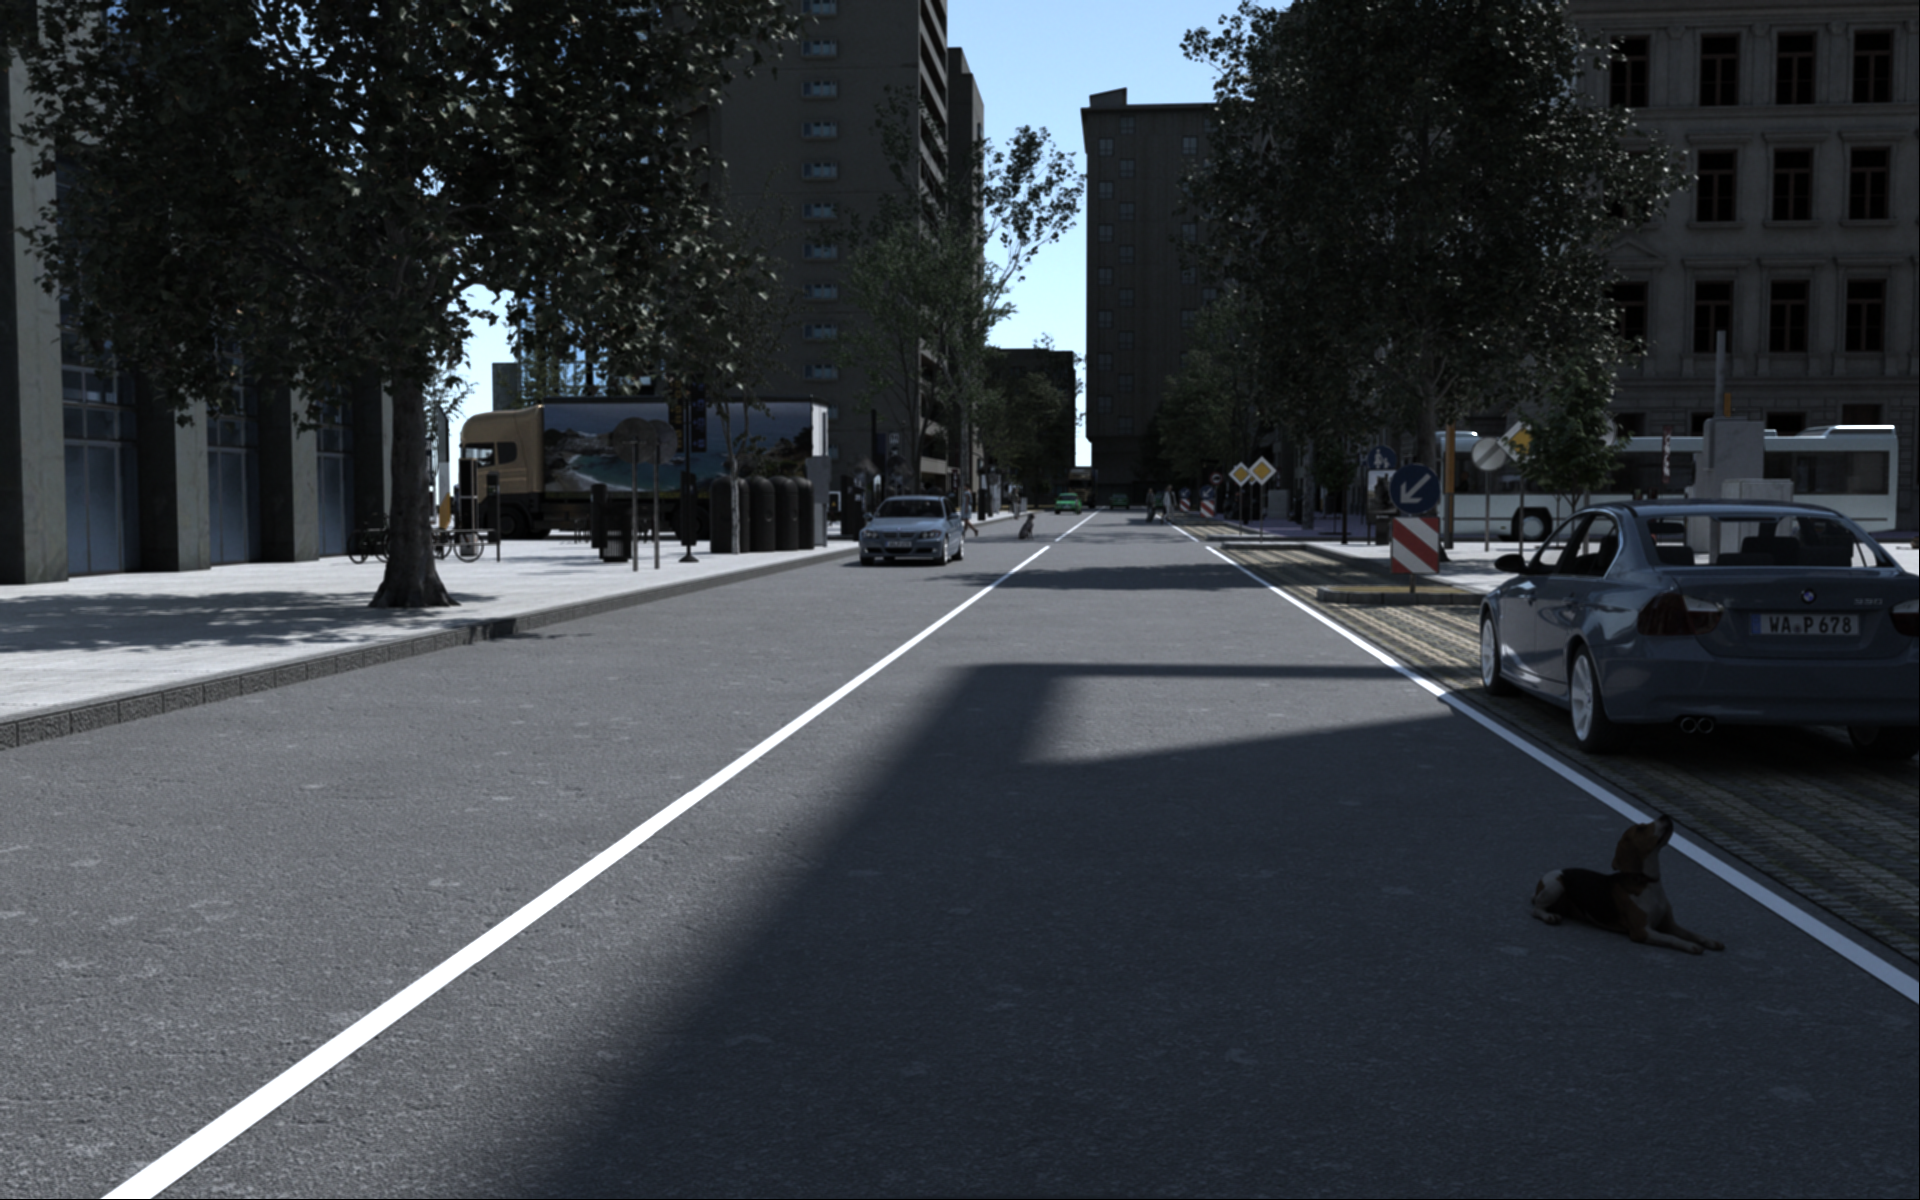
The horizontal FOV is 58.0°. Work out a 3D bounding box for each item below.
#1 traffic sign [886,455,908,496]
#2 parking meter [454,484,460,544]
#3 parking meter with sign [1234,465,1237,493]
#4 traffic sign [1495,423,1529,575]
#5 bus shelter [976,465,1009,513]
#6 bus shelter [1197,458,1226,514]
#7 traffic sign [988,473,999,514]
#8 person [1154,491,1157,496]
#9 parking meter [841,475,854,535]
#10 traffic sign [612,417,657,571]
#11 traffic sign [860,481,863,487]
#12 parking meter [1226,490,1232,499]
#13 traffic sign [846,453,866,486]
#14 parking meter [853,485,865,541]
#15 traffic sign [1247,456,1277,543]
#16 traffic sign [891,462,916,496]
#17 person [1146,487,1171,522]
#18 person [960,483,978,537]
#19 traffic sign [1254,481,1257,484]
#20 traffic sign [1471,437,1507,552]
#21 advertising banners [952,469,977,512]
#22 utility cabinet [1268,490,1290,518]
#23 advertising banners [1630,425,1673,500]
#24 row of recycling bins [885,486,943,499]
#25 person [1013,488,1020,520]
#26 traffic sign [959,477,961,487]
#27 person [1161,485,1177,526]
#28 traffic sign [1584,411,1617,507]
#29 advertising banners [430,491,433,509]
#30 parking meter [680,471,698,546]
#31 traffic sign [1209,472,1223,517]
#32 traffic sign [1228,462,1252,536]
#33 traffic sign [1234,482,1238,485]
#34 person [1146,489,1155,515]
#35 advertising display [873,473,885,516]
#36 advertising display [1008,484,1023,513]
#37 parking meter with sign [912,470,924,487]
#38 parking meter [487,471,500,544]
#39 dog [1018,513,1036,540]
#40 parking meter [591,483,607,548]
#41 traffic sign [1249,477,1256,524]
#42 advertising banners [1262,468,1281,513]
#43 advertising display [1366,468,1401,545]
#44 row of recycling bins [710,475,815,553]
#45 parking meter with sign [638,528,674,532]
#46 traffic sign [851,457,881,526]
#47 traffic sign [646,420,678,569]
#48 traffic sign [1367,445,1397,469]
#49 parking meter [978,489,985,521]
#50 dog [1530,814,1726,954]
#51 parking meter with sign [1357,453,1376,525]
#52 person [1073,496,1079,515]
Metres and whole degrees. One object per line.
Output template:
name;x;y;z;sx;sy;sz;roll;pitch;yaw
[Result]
traffic sign;-2.086;-3.462;56.712;0.768;2.556;0.104;1;4;13
parking meter;-12.855;-2.218;44.669;0.372;1.533;0.369;0;3;0
parking meter with sign;17.559;-6.699;105.789;1.738;3.016;0.543;-2;4;-25
traffic sign;8.273;-1.487;25.504;0.795;2.450;0.064;0;4;6
bus shelter;2.311;-7.830;121.941;2.014;3.302;5.546;0;4;5
bus shelter;16.904;-7.651;116.383;1.731;3.624;6.357;0;4;6
traffic sign;1.942;-6.338;103.738;0.768;2.556;0.104;1;4;13
person;19.313;-9.853;170.311;0.721;1.735;1.217;1;4;21
parking meter;-3.489;-2.940;53.774;0.255;1.863;0.399;3;5;44
traffic sign;-5.391;-1.748;28.694;0.768;2.556;0.104;0;4;6
traffic sign;-3.411;-3.658;59.907;0.768;2.556;0.104;1;4;14
parking meter;16.179;-5.862;104.261;0.372;1.533;0.369;0;3;0
traffic sign;-3.201;-3.316;54.318;0.768;2.556;0.104;1;4;13
parking meter;-2.723;-2.365;47.076;0.372;1.533;0.369;0;3;0
traffic sign;7.884;-2.547;45.294;0.795;2.450;0.064;0;4;5
traffic sign;-1.767;-3.094;54.236;0.795;2.450;0.064;0;4;5
person;10.119;-4.836;87.788;1.509;1.804;0.699;-1;4;-19
person;0.300;-3.018;57.941;0.778;1.811;0.616;2;4;31
traffic sign;13.214;-4.729;78.498;0.795;2.450;0.064;1;4;12
traffic sign;11.768;-2.355;38.603;0.768;2.556;0.104;1;4;10
advertising banners;0.301;-7.643;121.148;2.074;3.025;0.090;-2;4;-32
utility cabinet;16.581;-4.981;90.111;1.173;1.500;0.318;3;5;44
advertising banners;17.378;-2.893;43.482;2.074;3.025;0.090;-3;5;-42
row of recycling bins;-2.560;-5.242;92.816;3.534;1.692;1.069;-2;4;-23
person;3.187;-5.394;97.241;0.362;1.759;0.519;1;4;22
traffic sign;0.244;-6.333;105.672;0.606;2.300;0.079;0;4;6
person;9.436;-4.274;78.251;0.818;1.842;0.514;3;5;43
traffic sign;9.093;-1.530;25.118;0.768;2.556;0.104;1;4;10
advertising banners;-30.824;-6.392;100.691;2.074;3.025;0.090;-1;4;-17
parking meter;-6.728;-2.283;43.033;0.399;1.863;0.255;-1;4;-16
traffic sign;14.596;-6.030;98.690;0.768;2.556;0.104;0;4;7
traffic sign;8.629;-3.034;53.244;0.795;2.450;0.064;0;4;5
traffic sign;16.179;-6.082;99.452;0.884;2.594;0.081;1;4;12
person;12.929;-6.623;116.966;0.709;1.800;0.728;3;4;36
advertising display;-2.518;-2.968;53.742;0.123;1.923;0.974;-1;4;-17
advertising display;4.243;-7.598;129.433;0.974;1.923;0.123;-2;4;-28
parking meter with sign;-2.743;-7.759;123.126;0.543;3.016;1.738;2;4;25
parking meter;-11.858;-2.344;44.028;0.255;1.863;0.399;0;4;-4
dog;1.983;-2.320;54.769;0.800;0.831;0.513;0;4;4
parking meter;-8.567;-2.000;41.113;0.372;1.533;0.369;0;3;0
traffic sign;12.639;-4.518;75.056;0.795;2.450;0.064;1;4;14
advertising banners;20.756;-7.295;115.458;0.090;3.025;2.074;-2;4;-27
advertising display;10.658;-2.349;43.626;0.123;1.923;0.974;-3;5;-40
row of recycling bins;-4.360;-1.945;38.920;1.069;1.692;3.534;2;4;27
parking meter with sign;-10.010;-3.786;58.163;1.738;3.016;0.543;-2;4;-26
traffic sign;-2.513;-2.608;46.286;0.795;2.450;0.064;0;4;5
traffic sign;-5.198;-1.806;29.636;0.768;2.556;0.104;1;4;10
traffic sign;11.012;-2.764;45.293;0.768;2.556;0.104;1;4;8
parking meter;1.044;-4.604;83.692;0.372;1.533;0.369;0;3;0
dog;2.195;0.882;5.767;0.550;0.427;0.748;1;4;12
parking meter with sign;17.359;-4.663;72.501;0.543;3.016;1.738;-2;4;-24
person;7.949;-6.449;118.187;0.590;1.304;0.306;-3;5;-39
